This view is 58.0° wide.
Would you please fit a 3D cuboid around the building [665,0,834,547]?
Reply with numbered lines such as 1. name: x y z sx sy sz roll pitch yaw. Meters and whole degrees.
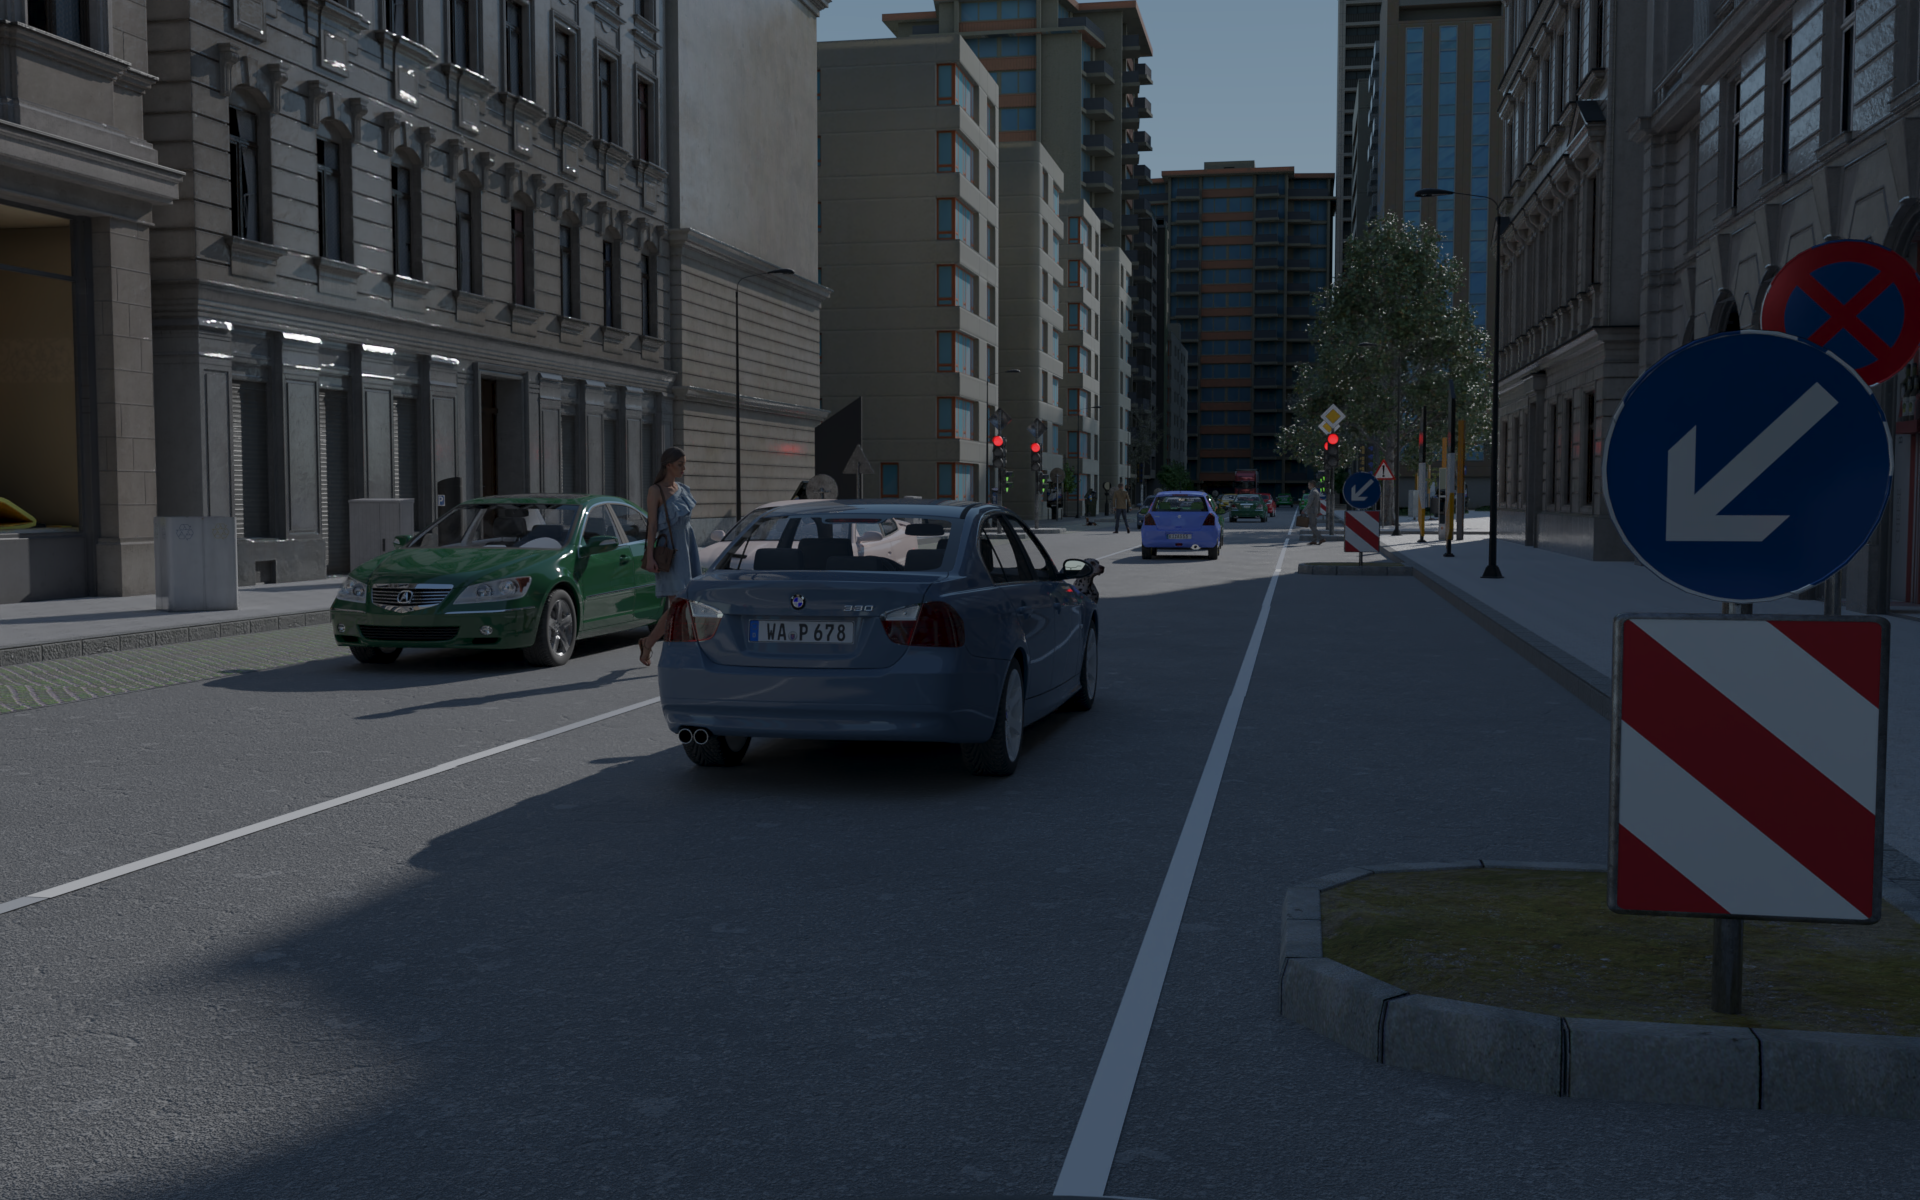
1. building: -21.746 -14.119 49.935 34.723 24.649 14.460 1 4 11

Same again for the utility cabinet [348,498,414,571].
1. utility cabinet: -8.330 -0.842 24.936 1.020 1.237 0.306 2 4 29

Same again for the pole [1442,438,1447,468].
1. pole: 17.479 -4.204 62.577 0.158 3.312 0.155 0 3 0

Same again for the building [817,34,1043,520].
1. building: -10.780 -14.509 82.262 27.650 21.520 28.899 1 4 11

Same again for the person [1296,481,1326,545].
1. person: 9.947 -2.463 48.896 0.853 1.813 0.709 2 4 24

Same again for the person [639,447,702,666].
1. person: -2.371 -0.332 14.018 0.778 1.811 0.616 2 4 35

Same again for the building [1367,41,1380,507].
1. building: 50.700 -33.440 166.357 23.786 49.044 30.456 1 4 11

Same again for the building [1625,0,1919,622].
1. building: 15.739 -10.794 18.287 13.314 21.916 24.055 1 4 11

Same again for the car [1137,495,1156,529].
1. car: 8.414 -3.675 72.090 2.014 1.417 4.499 1 4 12

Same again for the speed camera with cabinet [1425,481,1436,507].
1. speed camera with cabinet: 34.218 -7.996 125.075 0.660 3.252 2.038 -1 4 -11

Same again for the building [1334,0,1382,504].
1. building: 59.571 -48.198 226.285 20.611 71.187 20.563 1 4 11

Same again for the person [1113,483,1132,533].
1. person: 5.917 -3.345 63.102 0.656 1.842 0.836 -2 4 -35

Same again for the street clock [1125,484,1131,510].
1. street clock: 12.064 -7.328 124.377 0.471 2.002 0.358 0 4 -1

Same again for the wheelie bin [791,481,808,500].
1. wheelie bin: -3.584 -2.039 41.247 0.693 1.594 0.980 2 4 28

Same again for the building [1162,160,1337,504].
1. building: 35.055 -35.230 230.630 28.867 44.769 22.147 1 4 11

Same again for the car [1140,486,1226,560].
1. car: 5.031 -1.812 39.220 1.945 1.707 3.694 1 4 9

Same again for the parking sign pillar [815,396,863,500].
1. parking sign pillar: -3.346 -3.627 47.767 1.447 3.967 1.447 0 4 0

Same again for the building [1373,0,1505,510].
1. building: 42.314 -30.279 145.173 14.600 45.320 14.200 1 4 11

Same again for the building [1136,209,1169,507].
1. building: 13.471 -24.691 175.396 14.160 30.474 14.107 1 4 11

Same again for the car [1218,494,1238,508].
1. car: 21.965 -7.965 140.447 2.015 1.641 3.980 1 4 12

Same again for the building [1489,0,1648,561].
1. building: 18.465 -10.755 40.473 10.561 19.102 19.286 1 4 11

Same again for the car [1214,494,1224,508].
1. car: 24.470 -9.019 159.256 2.131 1.459 4.920 1 4 12

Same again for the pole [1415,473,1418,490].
1. pole: 30.781 -7.517 116.742 0.158 3.312 0.155 0 3 0

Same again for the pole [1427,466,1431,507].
1. pole: 32.241 -7.663 119.140 0.158 3.312 0.155 0 3 0

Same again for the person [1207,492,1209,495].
1. person: 31.194 -12.795 218.426 0.721 1.735 1.217 -1 4 -23

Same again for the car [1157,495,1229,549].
1. car: 6.181 -2.137 46.743 2.131 1.459 4.920 1 4 10

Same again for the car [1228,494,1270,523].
1. car: 14.791 -4.704 88.707 2.131 1.459 4.920 1 4 12

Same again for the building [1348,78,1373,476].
1. building: 54.501 -34.765 192.114 21.300 48.544 21.600 1 4 11

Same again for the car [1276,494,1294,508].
1. car: 34.702 -10.778 185.020 1.959 1.807 4.718 1 4 12

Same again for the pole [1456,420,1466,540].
1. pole: 13.876 -3.311 47.974 0.158 3.312 0.155 0 3 0

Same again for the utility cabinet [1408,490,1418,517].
1. utility cabinet: 25.316 -5.354 96.218 0.318 1.500 1.173 3 5 40

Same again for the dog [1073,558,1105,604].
1. dog: 1.179 -0.005 16.918 0.513 0.831 0.800 1 4 8

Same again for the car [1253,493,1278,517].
1. car: 18.861 -6.098 108.746 2.155 1.783 4.494 1 4 13

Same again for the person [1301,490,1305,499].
1. person: 29.954 -8.691 151.143 0.434 1.755 0.990 2 4 27

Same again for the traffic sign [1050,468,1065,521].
1. traffic sign: 4.670 -5.086 83.263 0.768 2.556 0.104 1 4 18

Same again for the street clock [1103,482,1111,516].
1. street clock: 8.678 -5.981 102.362 0.471 2.002 0.358 -2 4 -24

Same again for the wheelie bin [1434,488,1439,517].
1. wheelie bin: 26.510 -5.335 95.143 0.980 1.594 0.693 -1 4 -17

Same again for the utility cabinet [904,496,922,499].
1. utility cabinet: -1.417 -2.540 52.690 0.306 1.237 1.020 1 4 13

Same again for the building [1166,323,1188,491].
1. building: 10.810 -21.701 199.856 28.899 21.520 27.650 1 4 11

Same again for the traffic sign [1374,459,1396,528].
1. traffic sign: 15.795 -3.953 64.629 0.884 2.594 0.081 1 4 17

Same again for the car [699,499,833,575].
1. car: -1.779 -0.503 20.587 2.083 1.381 4.827 1 4 13

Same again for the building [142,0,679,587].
1. building: -12.976 -11.197 32.219 9.793 20.994 18.267 1 4 11

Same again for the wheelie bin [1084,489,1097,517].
1. wheelie bin: 7.460 -5.555 98.739 0.693 1.594 0.980 -1 4 -11

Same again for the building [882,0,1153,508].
1. building: 5.424 -30.585 154.683 22.147 44.769 28.867 1 4 11

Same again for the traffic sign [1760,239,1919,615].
1. traffic sign: 4.435 -0.530 8.766 0.768 2.556 0.104 1 4 17

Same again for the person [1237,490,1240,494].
1. person: 28.192 -10.182 175.115 0.705 1.807 1.348 0 4 1

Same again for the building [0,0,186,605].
1. building: -18.424 -9.317 3.245 10.553 20.767 40.483 1 4 11

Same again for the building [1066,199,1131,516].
1. building: -3.548 -16.718 118.377 27.650 21.520 28.899 1 4 11

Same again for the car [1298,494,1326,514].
1. car: 25.300 -7.073 124.447 1.959 1.807 4.718 1 4 11

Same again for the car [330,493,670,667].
1. car: -3.927 -0.257 15.994 2.131 1.459 4.920 1 4 11

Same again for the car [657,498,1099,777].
1. car: -0.284 0.110 10.208 2.014 1.417 4.499 1 4 13

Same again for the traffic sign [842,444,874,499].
1. traffic sign: -2.665 -2.767 45.245 0.884 2.594 0.081 1 4 17
